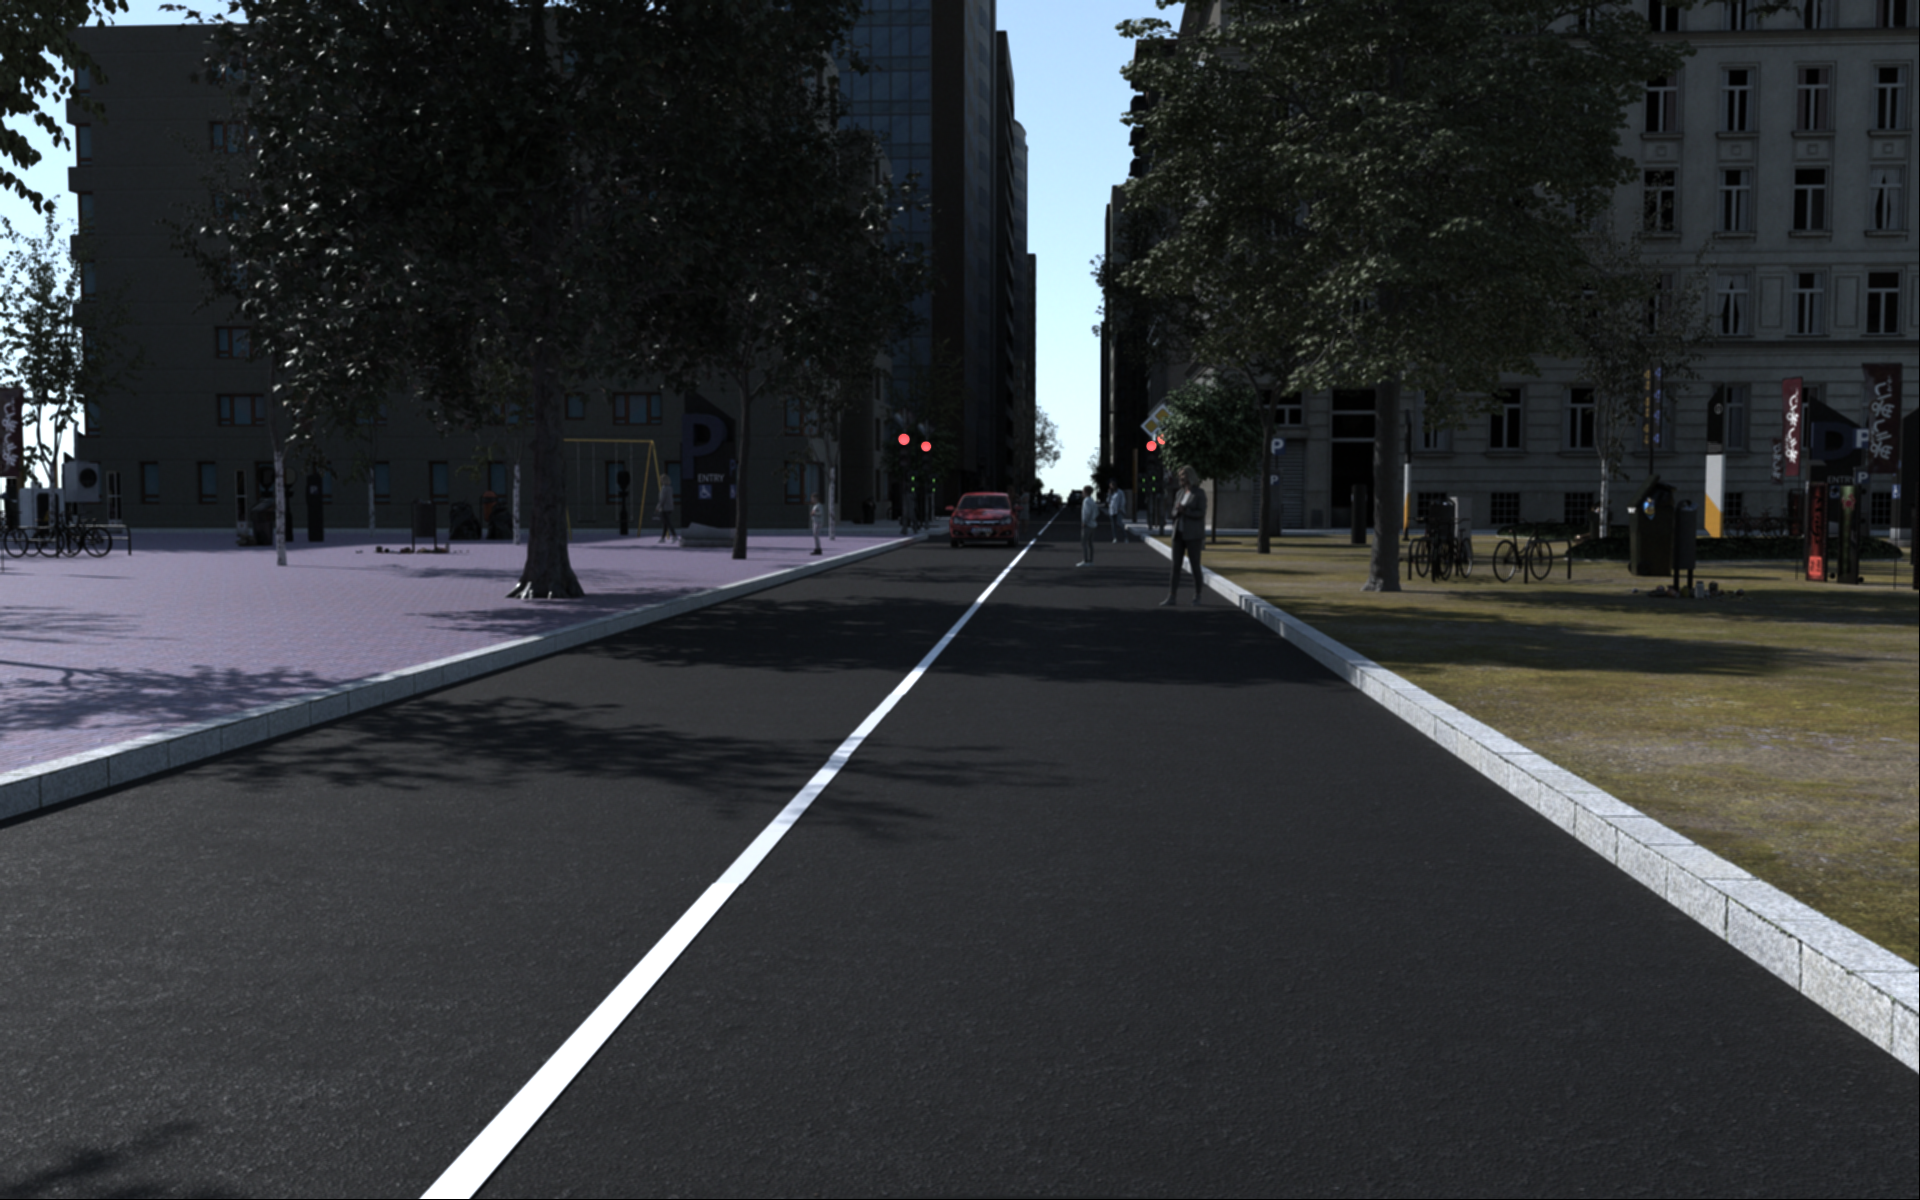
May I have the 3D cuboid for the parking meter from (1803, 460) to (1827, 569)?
[{"bbox_3d":[14.519,-1.450,29.415,0.255,1.863,0.399,1,4,13],"label":"parking meter"}]

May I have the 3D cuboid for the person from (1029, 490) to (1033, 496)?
[{"bbox_3d":[6.234,-8.663,150.143,1.348,1.824,0.705,-2,4,-31],"label":"person"}]

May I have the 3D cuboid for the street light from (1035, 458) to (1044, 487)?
[{"bbox_3d":[9.611,-15.217,221.336,1.470,5.913,1.316,0,4,4],"label":"street light"}]

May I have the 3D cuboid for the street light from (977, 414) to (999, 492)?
[{"bbox_3d":[1.552,-7.841,100.747,1.470,5.913,1.316,0,4,4],"label":"street light"}]

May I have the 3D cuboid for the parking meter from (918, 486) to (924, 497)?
[{"bbox_3d":[-2.277,-5.730,99.398,0.399,1.863,0.255,-3,5,-42],"label":"parking meter"}]

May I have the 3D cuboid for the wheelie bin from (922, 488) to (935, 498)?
[{"bbox_3d":[-1.835,-5.463,97.225,0.980,1.594,0.693,2,4,33],"label":"wheelie bin"}]

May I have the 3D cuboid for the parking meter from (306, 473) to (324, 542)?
[{"bbox_3d":[-17.386,-2.504,46.659,0.399,1.863,0.255,0,4,-8],"label":"parking meter"}]

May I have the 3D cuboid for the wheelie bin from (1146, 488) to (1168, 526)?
[{"bbox_3d":[7.902,-3.770,69.550,0.980,1.594,0.693,2,4,34],"label":"wheelie bin"}]

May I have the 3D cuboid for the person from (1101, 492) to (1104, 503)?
[{"bbox_3d":[20.403,-14.802,248.068,0.705,1.822,1.348,1,4,14],"label":"person"}]

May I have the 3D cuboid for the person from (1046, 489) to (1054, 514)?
[{"bbox_3d":[6.475,-7.040,123.957,0.623,1.781,0.721,2,4,30],"label":"person"}]

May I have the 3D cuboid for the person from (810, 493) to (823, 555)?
[{"bbox_3d":[-3.033,-1.605,36.558,0.394,1.301,0.425,-3,5,-41],"label":"person"}]

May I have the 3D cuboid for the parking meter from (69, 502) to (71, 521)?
[{"bbox_3d":[-41.729,-4.449,81.149,0.372,1.533,0.369,0,3,0],"label":"parking meter"}]

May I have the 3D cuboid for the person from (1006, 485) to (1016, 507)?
[{"bbox_3d":[2.228,-4.185,76.892,0.573,1.828,0.580,1,4,12],"label":"person"}]

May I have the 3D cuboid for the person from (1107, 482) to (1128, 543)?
[{"bbox_3d":[4.618,-2.561,50.639,0.793,1.790,0.793,1,4,12],"label":"person"}]

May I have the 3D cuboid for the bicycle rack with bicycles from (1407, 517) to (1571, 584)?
[{"bbox_3d":[7.745,-0.766,25.913,2.852,0.926,2.925,3,5,40],"label":"bicycle rack with bicycles"}]

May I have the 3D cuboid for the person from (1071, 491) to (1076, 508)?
[{"bbox_3d":[11.988,-10.651,183.094,0.683,1.767,0.568,1,4,14],"label":"person"}]

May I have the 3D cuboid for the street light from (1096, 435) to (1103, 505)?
[{"bbox_3d":[11.611,-10.005,136.122,1.470,5.913,1.316,0,4,4],"label":"street light"}]

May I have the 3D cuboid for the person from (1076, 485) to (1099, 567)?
[{"bbox_3d":[2.548,-1.474,34.414,0.330,1.601,0.589,2,4,35],"label":"person"}]

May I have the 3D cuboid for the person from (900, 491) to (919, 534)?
[{"bbox_3d":[-1.647,-3.027,58.091,0.767,1.812,0.694,3,4,38],"label":"person"}]

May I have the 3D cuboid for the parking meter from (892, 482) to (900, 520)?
[{"bbox_3d":[-3.272,-4.996,87.398,0.255,1.863,0.399,-2,4,-26],"label":"parking meter"}]

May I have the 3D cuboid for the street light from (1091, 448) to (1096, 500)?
[{"bbox_3d":[14.121,-12.297,173.594,1.470,5.913,1.316,0,4,4],"label":"street light"}]

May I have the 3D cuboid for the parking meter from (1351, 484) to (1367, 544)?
[{"bbox_3d":[10.258,-2.209,44.520,0.372,1.533,0.369,0,3,0],"label":"parking meter"}]

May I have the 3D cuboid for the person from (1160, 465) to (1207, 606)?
[{"bbox_3d":[2.903,-0.826,22.181,0.526,1.800,0.537,-2,4,-35],"label":"person"}]

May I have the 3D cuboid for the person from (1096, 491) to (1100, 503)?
[{"bbox_3d":[20.009,-14.848,249.352,0.990,1.755,0.434,2,4,34],"label":"person"}]

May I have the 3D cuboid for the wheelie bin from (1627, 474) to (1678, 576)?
[{"bbox_3d":[10.903,-1.184,27.259,0.693,1.594,0.980,1,4,10],"label":"wheelie bin"}]

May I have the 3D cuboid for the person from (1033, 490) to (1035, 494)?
[{"bbox_3d":[10.358,-14.667,245.480,1.348,1.869,0.705,0,4,6],"label":"person"}]

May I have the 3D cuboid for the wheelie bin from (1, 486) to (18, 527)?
[{"bbox_3d":[-35.115,-3.451,64.332,0.693,1.594,0.980,3,5,42],"label":"wheelie bin"}]

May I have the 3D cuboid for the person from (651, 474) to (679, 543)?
[{"bbox_3d":[-7.716,-2.394,45.363,0.728,1.800,0.709,1,4,20],"label":"person"}]

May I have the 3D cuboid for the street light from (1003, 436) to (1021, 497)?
[{"bbox_3d":[4.062,-10.152,138.526,1.470,5.913,1.316,0,4,4],"label":"street light"}]

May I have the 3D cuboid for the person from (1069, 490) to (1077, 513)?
[{"bbox_3d":[8.723,-7.652,133.961,0.601,1.785,0.444,0,4,6],"label":"person"}]

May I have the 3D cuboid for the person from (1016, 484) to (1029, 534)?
[{"bbox_3d":[2.234,-3.289,62.635,0.532,1.782,0.716,0,4,-6],"label":"person"}]

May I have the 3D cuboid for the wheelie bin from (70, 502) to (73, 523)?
[{"bbox_3d":[-39.604,-4.282,77.918,0.693,1.594,0.980,0,4,-2],"label":"wheelie bin"}]

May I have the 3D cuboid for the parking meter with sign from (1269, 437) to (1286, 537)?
[{"bbox_3d":[9.552,-3.449,52.651,0.543,3.016,1.738,1,4,15],"label":"parking meter with sign"}]

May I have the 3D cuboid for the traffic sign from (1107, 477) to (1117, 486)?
[{"bbox_3d":[11.584,-8.073,132.101,0.768,2.556,0.104,1,4,11],"label":"traffic sign"}]

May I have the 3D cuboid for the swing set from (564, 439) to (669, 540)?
[{"bbox_3d":[-10.327,-3.194,49.849,3.119,2.851,2.862,-2,4,-28],"label":"swing set"}]

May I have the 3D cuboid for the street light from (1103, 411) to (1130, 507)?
[{"bbox_3d":[8.962,-7.635,97.368,1.470,5.913,1.316,0,4,4],"label":"street light"}]

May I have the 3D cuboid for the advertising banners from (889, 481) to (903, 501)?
[{"bbox_3d":[-3.795,-6.244,98.277,2.074,3.025,0.090,1,4,12],"label":"advertising banners"}]

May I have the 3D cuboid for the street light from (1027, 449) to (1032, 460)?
[{"bbox_3d":[6.730,-12.564,177.969,1.470,5.913,1.316,0,4,4],"label":"street light"}]

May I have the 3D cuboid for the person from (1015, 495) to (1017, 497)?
[{"bbox_3d":[4.648,-9.311,158.268,1.348,1.826,0.705,-2,4,-30],"label":"person"}]

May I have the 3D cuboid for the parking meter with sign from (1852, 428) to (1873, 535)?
[{"bbox_3d":[23.455,-2.983,45.040,0.543,3.016,1.738,2,4,29],"label":"parking meter with sign"}]

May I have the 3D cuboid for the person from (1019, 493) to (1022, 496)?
[{"bbox_3d":[7.056,-11.865,200.112,0.705,1.814,1.350,1,4,14],"label":"person"}]

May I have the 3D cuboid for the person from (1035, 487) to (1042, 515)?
[{"bbox_3d":[5.249,-6.628,116.230,0.474,1.900,0.648,1,4,12],"label":"person"}]

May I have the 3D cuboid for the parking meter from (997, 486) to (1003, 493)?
[{"bbox_3d":[2.908,-7.288,124.876,0.399,1.863,0.255,-2,4,-33],"label":"parking meter"}]

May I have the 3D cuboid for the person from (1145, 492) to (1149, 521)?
[{"bbox_3d":[9.169,-4.693,83.200,0.534,1.772,0.576,1,4,14],"label":"person"}]

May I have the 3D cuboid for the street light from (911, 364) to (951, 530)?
[{"bbox_3d":[-1.023,-5.471,61.988,1.470,5.913,1.316,0,4,4],"label":"street light"}]

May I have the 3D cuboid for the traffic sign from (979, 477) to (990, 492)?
[{"bbox_3d":[1.432,-6.101,101.874,0.606,2.300,0.079,0,4,5],"label":"traffic sign"}]
